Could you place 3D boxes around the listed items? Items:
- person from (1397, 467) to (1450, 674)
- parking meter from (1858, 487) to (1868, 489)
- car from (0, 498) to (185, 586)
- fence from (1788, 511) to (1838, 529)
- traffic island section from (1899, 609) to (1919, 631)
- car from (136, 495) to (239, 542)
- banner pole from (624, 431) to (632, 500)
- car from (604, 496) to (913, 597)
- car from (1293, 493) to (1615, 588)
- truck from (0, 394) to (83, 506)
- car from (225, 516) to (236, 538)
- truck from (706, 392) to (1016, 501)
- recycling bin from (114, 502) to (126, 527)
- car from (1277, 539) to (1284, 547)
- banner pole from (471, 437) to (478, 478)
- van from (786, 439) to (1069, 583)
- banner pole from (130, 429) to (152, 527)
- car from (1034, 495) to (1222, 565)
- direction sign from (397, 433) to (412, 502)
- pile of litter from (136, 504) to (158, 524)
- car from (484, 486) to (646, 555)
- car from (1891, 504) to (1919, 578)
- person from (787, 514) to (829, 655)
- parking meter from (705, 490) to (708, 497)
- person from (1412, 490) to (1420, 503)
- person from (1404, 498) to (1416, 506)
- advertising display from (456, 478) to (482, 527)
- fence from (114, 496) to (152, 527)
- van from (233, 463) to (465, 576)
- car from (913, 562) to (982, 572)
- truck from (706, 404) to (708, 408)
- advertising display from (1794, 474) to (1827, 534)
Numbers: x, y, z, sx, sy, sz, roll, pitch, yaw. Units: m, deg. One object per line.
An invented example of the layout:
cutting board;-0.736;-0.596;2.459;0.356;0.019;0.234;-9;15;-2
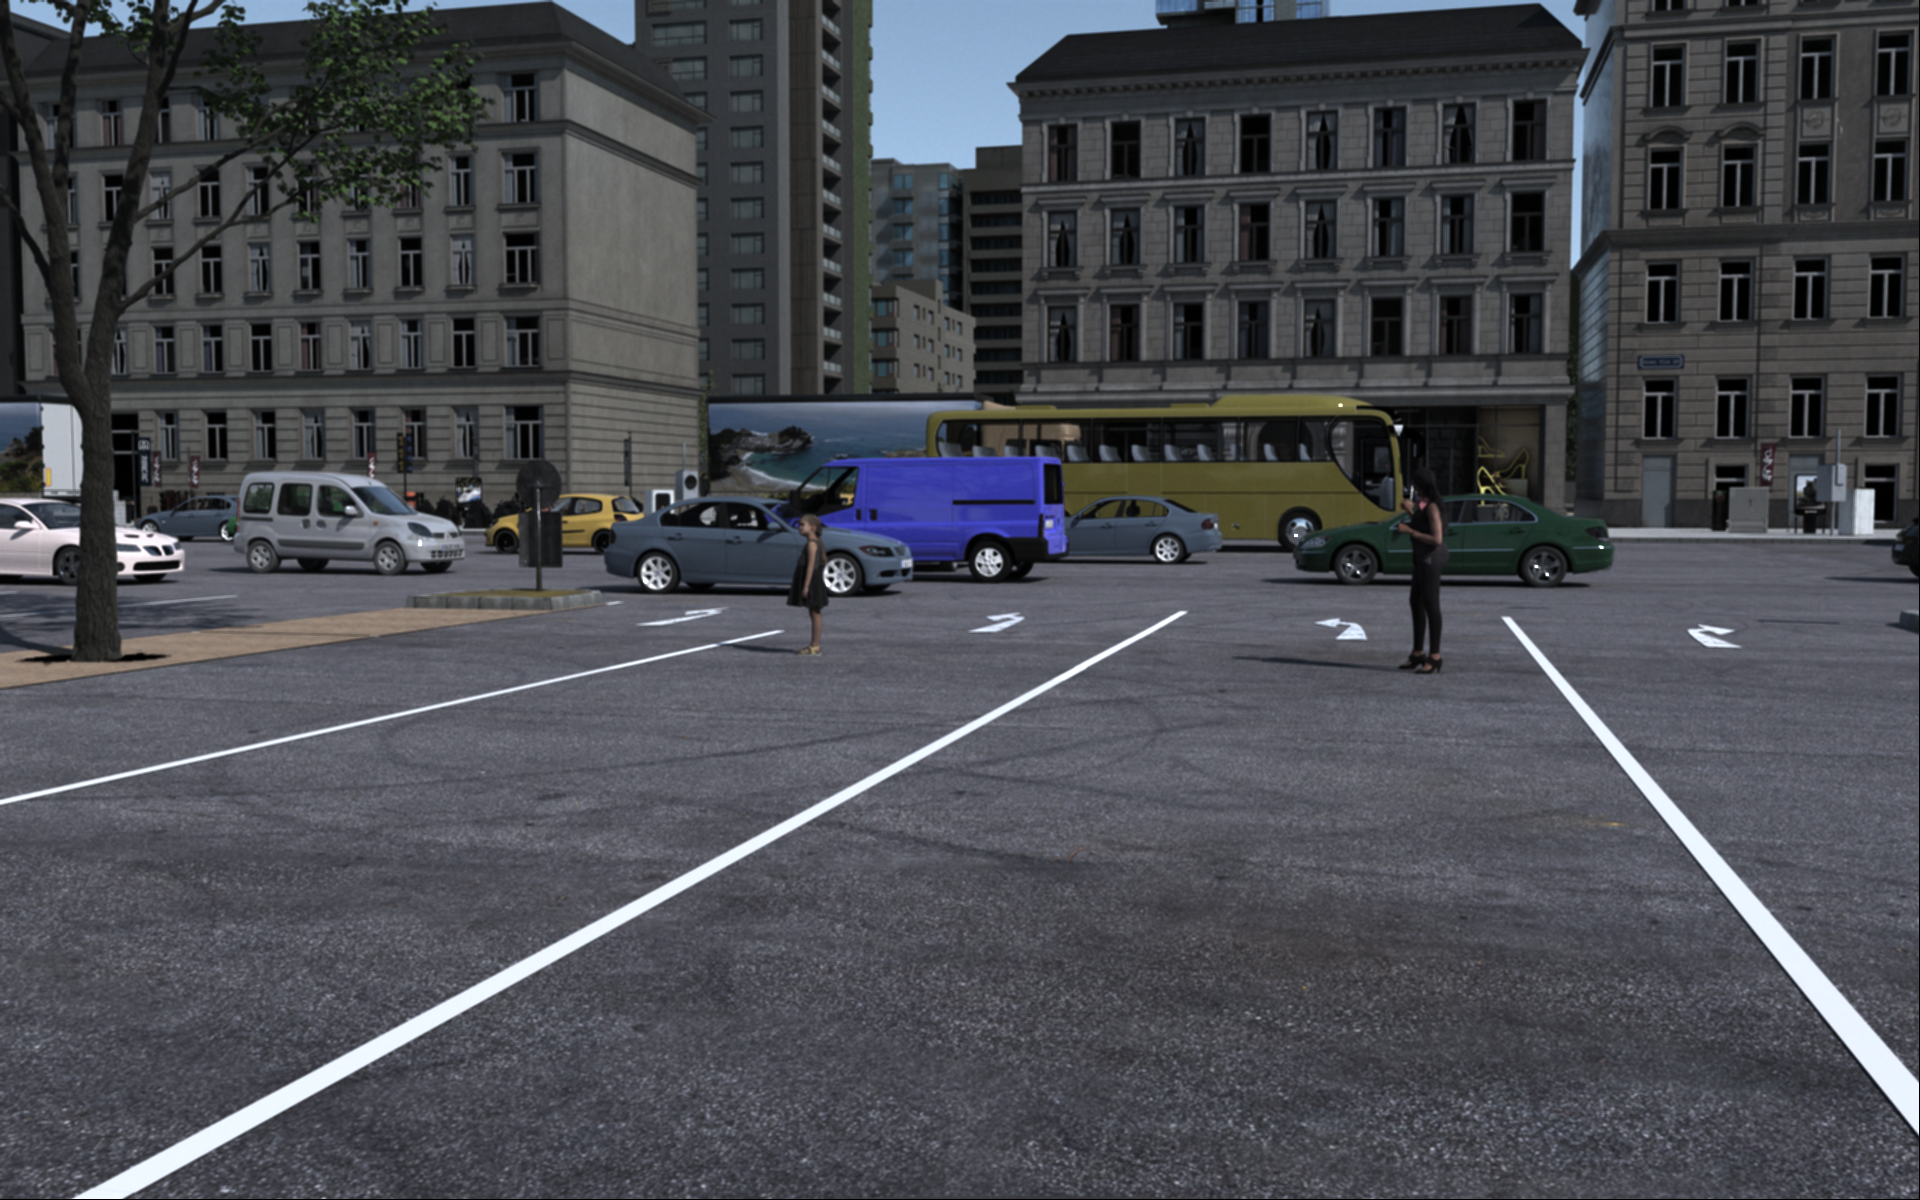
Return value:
person;3.677;-0.241;13.909;0.415;1.643;0.593;-2;4;-30
parking meter;32.328;-3.276;61.978;0.372;1.533;0.369;0;3;0
car;-14.977;-0.965;28.135;4.827;1.381;2.083;1;4;15
fence;29.307;-2.670;59.022;2.069;0.683;0.278;2;4;35
traffic island section;10.996;0.274;17.797;2.009;0.180;2.903;1;4;14
car;-22.705;-2.476;52.478;4.499;1.417;2.014;1;4;14
banner pole;-13.213;-4.830;68.995;0.401;3.779;0.863;-2;4;-33
car;-2.899;-0.805;25.161;4.499;1.417;2.014;1;4;15
car;7.802;-0.965;27.573;4.920;1.459;2.131;1;4;14
truck;-30.902;-3.818;51.339;11.283;4.237;2.839;1;4;16
car;-18.572;-2.472;49.218;4.718;1.807;1.959;1;4;15
truck;-1.493;-3.700;49.413;11.283;4.237;2.839;1;4;13
recycling bin;-32.341;-3.272;66.055;0.722;1.027;0.722;1;4;9
car;7.486;-2.327;46.714;5.304;1.827;2.281;1;4;14
banner pole;-21.070;-5.216;75.300;0.401;3.779;0.863;-2;4;-34
van;-0.882;-1.504;28.981;5.245;2.365;2.240;1;4;15
banner pole;-31.750;-4.714;67.092;0.863;3.779;0.401;-1;4;-14
car;3.216;-1.483;36.257;4.499;1.417;2.014;1;4;15
direction sign;-20.626;-4.427;64.386;0.379;3.537;0.876;1;4;17
pile of litter;-35.061;-3.710;74.616;1.176;0.858;1.719;0;4;3
car;-9.484;-1.928;41.749;3.980;1.641;2.015;1;4;15
car;17.344;-1.103;27.815;4.222;1.686;2.009;1;4;14
person;-1.358;-0.139;15.441;0.373;1.253;0.362;0;4;-2
parking meter;-14.610;-5.627;100.419;0.372;1.533;0.369;0;3;0
person;13.400;-2.542;50.980;0.530;1.710;0.541;0;4;6
person;8.858;-1.307;33.785;0.435;1.345;0.340;2;4;25
advertising display;-19.107;-3.804;67.416;0.974;1.923;0.123;-1;4;-13
fence;-31.049;-3.265;64.581;2.264;1.192;0.480;1;4;12
van;-11.069;-1.498;31.507;4.112;2.044;2.013;1;4;16
car;-0.612;-1.270;33.345;1.945;1.354;3.894;1;4;13
truck;-2.010;-3.907;52.795;11.283;4.237;2.839;1;4;15
advertising display;27.544;-3.112;56.102;0.974;1.923;0.123;1;4;9
